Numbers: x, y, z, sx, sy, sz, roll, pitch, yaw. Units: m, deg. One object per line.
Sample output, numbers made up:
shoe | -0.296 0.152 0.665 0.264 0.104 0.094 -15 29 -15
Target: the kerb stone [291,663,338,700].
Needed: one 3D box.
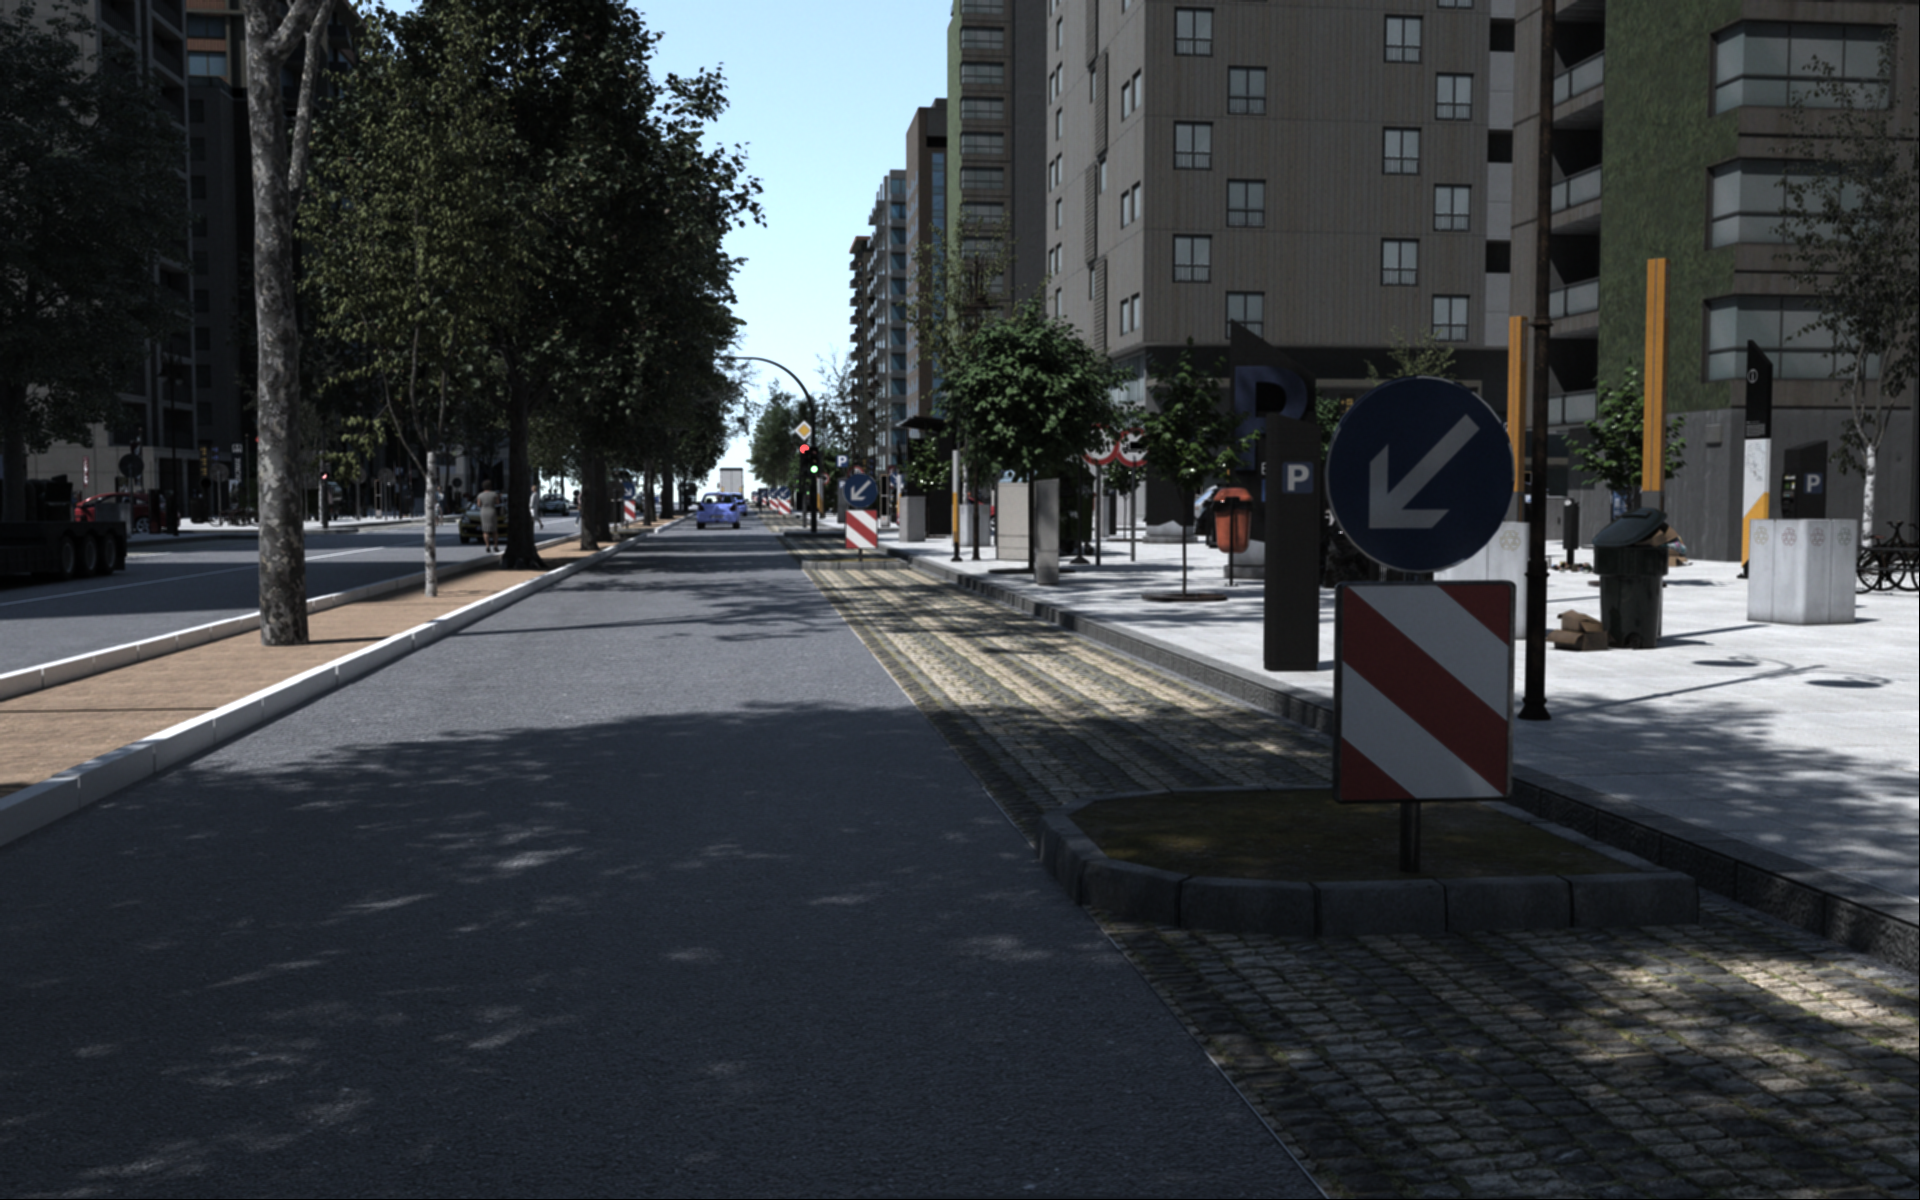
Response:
kerb stone | -4.663 0.598 12.443 0.120 0.150 1.000 0 4 -7

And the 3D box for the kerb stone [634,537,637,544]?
kerb stone | -9.325 -1.644 49.075 0.120 0.150 1.000 0 4 -7

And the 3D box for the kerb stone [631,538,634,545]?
kerb stone | -9.207 -1.582 48.060 0.120 0.150 1.000 0 4 -7

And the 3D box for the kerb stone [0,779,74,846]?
kerb stone | -4.005 0.912 7.373 0.120 0.150 1.000 0 4 -7

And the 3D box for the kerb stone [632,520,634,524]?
kerb stone | -15.629 -3.648 81.844 0.120 0.150 1.000 0 4 -7

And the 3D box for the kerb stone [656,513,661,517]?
kerb stone | -19.656 -5.579 113.415 0.120 0.150 1.000 0 4 -7

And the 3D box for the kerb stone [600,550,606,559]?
kerb stone | -7.901 -0.956 37.885 0.120 0.150 1.000 0 4 -7

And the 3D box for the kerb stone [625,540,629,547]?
kerb stone | -8.944 -1.456 46.027 0.120 0.150 1.000 0 4 -7

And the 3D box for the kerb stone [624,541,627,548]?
kerb stone | -8.813 -1.393 45.010 0.120 0.150 1.000 0 4 -7

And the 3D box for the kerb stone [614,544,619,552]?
kerb stone | -8.431 -1.209 41.958 0.120 0.150 1.000 0 4 -7

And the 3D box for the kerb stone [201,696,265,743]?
kerb stone | -4.394 0.724 10.416 0.120 0.150 1.000 0 4 -7

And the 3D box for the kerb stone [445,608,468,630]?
kerb stone | -5.431 0.224 18.540 0.120 0.150 1.000 0 4 -7

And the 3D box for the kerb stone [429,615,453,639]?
kerb stone | -5.297 0.286 17.526 0.120 0.150 1.000 0 4 -7

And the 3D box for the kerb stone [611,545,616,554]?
kerb stone | -8.295 -1.146 40.939 0.120 0.150 1.000 0 4 -7

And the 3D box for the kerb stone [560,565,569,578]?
kerb stone | -6.862 -0.457 29.732 0.120 0.150 1.000 0 4 -7

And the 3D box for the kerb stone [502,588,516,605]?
kerb stone | -5.956 -0.022 22.601 0.120 0.150 1.000 0 4 -7

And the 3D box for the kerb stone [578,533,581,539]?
kerb stone | -12.192 -2.000 54.922 0.120 0.150 1.000 0 4 -7

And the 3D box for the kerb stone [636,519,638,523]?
kerb stone | -16.019 -3.835 84.892 0.120 0.150 1.000 0 4 -7

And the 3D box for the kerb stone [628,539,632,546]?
kerb stone | -9.066 -1.517 47.042 0.120 0.150 1.000 0 4 -7

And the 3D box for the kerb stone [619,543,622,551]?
kerb stone | -8.554 -1.270 42.975 0.120 0.150 1.000 0 4 -7

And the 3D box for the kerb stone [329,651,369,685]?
kerb stone | -4.782 0.534 13.465 0.120 0.150 1.000 0 4 -7

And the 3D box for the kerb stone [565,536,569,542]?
kerb stone | -11.676 -1.742 50.861 0.120 0.150 1.000 0 4 -7

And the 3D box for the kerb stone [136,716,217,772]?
kerb stone | -4.264 0.782 9.402 0.120 0.150 1.000 0 4 -7

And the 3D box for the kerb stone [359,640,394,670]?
kerb stone | -4.916 0.477 14.481 0.120 0.150 1.000 0 4 -7

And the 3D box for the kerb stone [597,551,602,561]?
kerb stone | -7.782 -0.897 36.853 0.120 0.150 1.000 0 4 -7

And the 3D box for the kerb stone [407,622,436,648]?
kerb stone | -5.170 0.349 16.512 0.120 0.150 1.000 0 4 -7

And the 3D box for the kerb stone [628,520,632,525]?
kerb stone | -15.500 -3.580 80.830 0.120 0.150 1.000 0 4 -7

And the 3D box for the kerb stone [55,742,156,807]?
kerb stone | -4.137 0.845 8.387 0.120 0.150 1.000 0 4 -7

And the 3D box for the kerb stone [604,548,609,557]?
kerb stone | -8.033 -1.016 38.899 0.120 0.150 1.000 0 4 -7

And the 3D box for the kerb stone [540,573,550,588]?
kerb stone | -6.474 -0.274 26.680 0.120 0.150 1.000 0 4 -7

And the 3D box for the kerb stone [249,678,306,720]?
kerb stone | -4.525 0.660 11.430 0.120 0.150 1.000 0 4 -7

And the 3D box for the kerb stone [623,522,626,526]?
kerb stone | -14.979 -3.335 76.762 0.120 0.150 1.000 0 4 -7

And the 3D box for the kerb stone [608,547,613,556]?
kerb stone | -8.162 -1.082 39.913 0.120 0.150 1.000 0 4 -7

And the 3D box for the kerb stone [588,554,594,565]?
kerb stone | -7.517 -0.772 34.821 0.120 0.150 1.000 0 4 -7

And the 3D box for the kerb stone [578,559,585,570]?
kerb stone | -7.252 -0.643 32.788 0.120 0.150 1.000 0 4 -7

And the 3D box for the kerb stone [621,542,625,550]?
kerb stone | -8.672 -1.333 43.991 0.120 0.150 1.000 0 4 -7

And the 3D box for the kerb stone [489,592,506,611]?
kerb stone | -5.819 0.037 21.587 0.120 0.150 1.000 0 4 -7

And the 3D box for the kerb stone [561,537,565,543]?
kerb stone | -11.548 -1.689 49.846 0.120 0.150 1.000 0 4 -7

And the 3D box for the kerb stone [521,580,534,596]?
kerb stone | -6.214 -0.149 24.632 0.120 0.150 1.000 0 4 -7

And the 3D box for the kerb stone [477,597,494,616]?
kerb stone | -5.695 0.099 20.573 0.120 0.150 1.000 0 4 -7

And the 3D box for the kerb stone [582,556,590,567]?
kerb stone | -7.381 -0.709 33.802 0.120 0.150 1.000 0 4 -7

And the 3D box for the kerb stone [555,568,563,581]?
kerb stone | -6.733 -0.398 28.711 0.120 0.150 1.000 0 4 -7

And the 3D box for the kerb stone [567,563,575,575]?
kerb stone | -6.992 -0.523 30.752 0.120 0.150 1.000 0 4 -7

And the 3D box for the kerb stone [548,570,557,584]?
kerb stone | -6.606 -0.336 27.693 0.120 0.150 1.000 0 4 -7

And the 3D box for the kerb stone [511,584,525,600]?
kerb stone | -6.085 -0.087 23.616 0.120 0.150 1.000 0 4 -7

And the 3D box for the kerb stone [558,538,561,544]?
kerb stone | -11.421 -1.628 48.829 0.120 0.150 1.000 0 4 -7

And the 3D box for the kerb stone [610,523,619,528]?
kerb stone | -14.334 -3.022 71.688 0.120 0.150 1.000 0 4 -7

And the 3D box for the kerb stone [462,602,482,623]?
kerb stone | -5.567 0.162 19.559 0.120 0.150 1.000 0 4 -7

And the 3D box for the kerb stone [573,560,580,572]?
kerb stone | -7.124 -0.585 31.765 0.120 0.150 1.000 0 4 -7

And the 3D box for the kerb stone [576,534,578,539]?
kerb stone | -12.066 -1.940 53.907 0.120 0.150 1.000 0 4 -7

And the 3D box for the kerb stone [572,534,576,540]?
kerb stone | -11.927 -1.877 52.892 0.120 0.150 1.000 0 4 -7

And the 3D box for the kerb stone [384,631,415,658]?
kerb stone | -5.056 0.415 15.494 0.120 0.150 1.000 0 4 -7

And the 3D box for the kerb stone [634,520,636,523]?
kerb stone | -15.888 -3.772 83.871 0.120 0.150 1.000 0 4 -7

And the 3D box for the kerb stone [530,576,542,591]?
kerb stone | -6.347 -0.212 25.654 0.120 0.150 1.000 0 4 -7

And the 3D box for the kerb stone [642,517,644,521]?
kerb stone | -16.661 -4.146 89.986 0.120 0.150 1.000 0 4 -7

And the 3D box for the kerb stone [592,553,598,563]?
kerb stone | -7.642 -0.830 35.841 0.120 0.150 1.000 0 4 -7

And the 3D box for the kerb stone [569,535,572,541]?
kerb stone | -11.808 -1.815 51.877 0.120 0.150 1.000 0 4 -7
